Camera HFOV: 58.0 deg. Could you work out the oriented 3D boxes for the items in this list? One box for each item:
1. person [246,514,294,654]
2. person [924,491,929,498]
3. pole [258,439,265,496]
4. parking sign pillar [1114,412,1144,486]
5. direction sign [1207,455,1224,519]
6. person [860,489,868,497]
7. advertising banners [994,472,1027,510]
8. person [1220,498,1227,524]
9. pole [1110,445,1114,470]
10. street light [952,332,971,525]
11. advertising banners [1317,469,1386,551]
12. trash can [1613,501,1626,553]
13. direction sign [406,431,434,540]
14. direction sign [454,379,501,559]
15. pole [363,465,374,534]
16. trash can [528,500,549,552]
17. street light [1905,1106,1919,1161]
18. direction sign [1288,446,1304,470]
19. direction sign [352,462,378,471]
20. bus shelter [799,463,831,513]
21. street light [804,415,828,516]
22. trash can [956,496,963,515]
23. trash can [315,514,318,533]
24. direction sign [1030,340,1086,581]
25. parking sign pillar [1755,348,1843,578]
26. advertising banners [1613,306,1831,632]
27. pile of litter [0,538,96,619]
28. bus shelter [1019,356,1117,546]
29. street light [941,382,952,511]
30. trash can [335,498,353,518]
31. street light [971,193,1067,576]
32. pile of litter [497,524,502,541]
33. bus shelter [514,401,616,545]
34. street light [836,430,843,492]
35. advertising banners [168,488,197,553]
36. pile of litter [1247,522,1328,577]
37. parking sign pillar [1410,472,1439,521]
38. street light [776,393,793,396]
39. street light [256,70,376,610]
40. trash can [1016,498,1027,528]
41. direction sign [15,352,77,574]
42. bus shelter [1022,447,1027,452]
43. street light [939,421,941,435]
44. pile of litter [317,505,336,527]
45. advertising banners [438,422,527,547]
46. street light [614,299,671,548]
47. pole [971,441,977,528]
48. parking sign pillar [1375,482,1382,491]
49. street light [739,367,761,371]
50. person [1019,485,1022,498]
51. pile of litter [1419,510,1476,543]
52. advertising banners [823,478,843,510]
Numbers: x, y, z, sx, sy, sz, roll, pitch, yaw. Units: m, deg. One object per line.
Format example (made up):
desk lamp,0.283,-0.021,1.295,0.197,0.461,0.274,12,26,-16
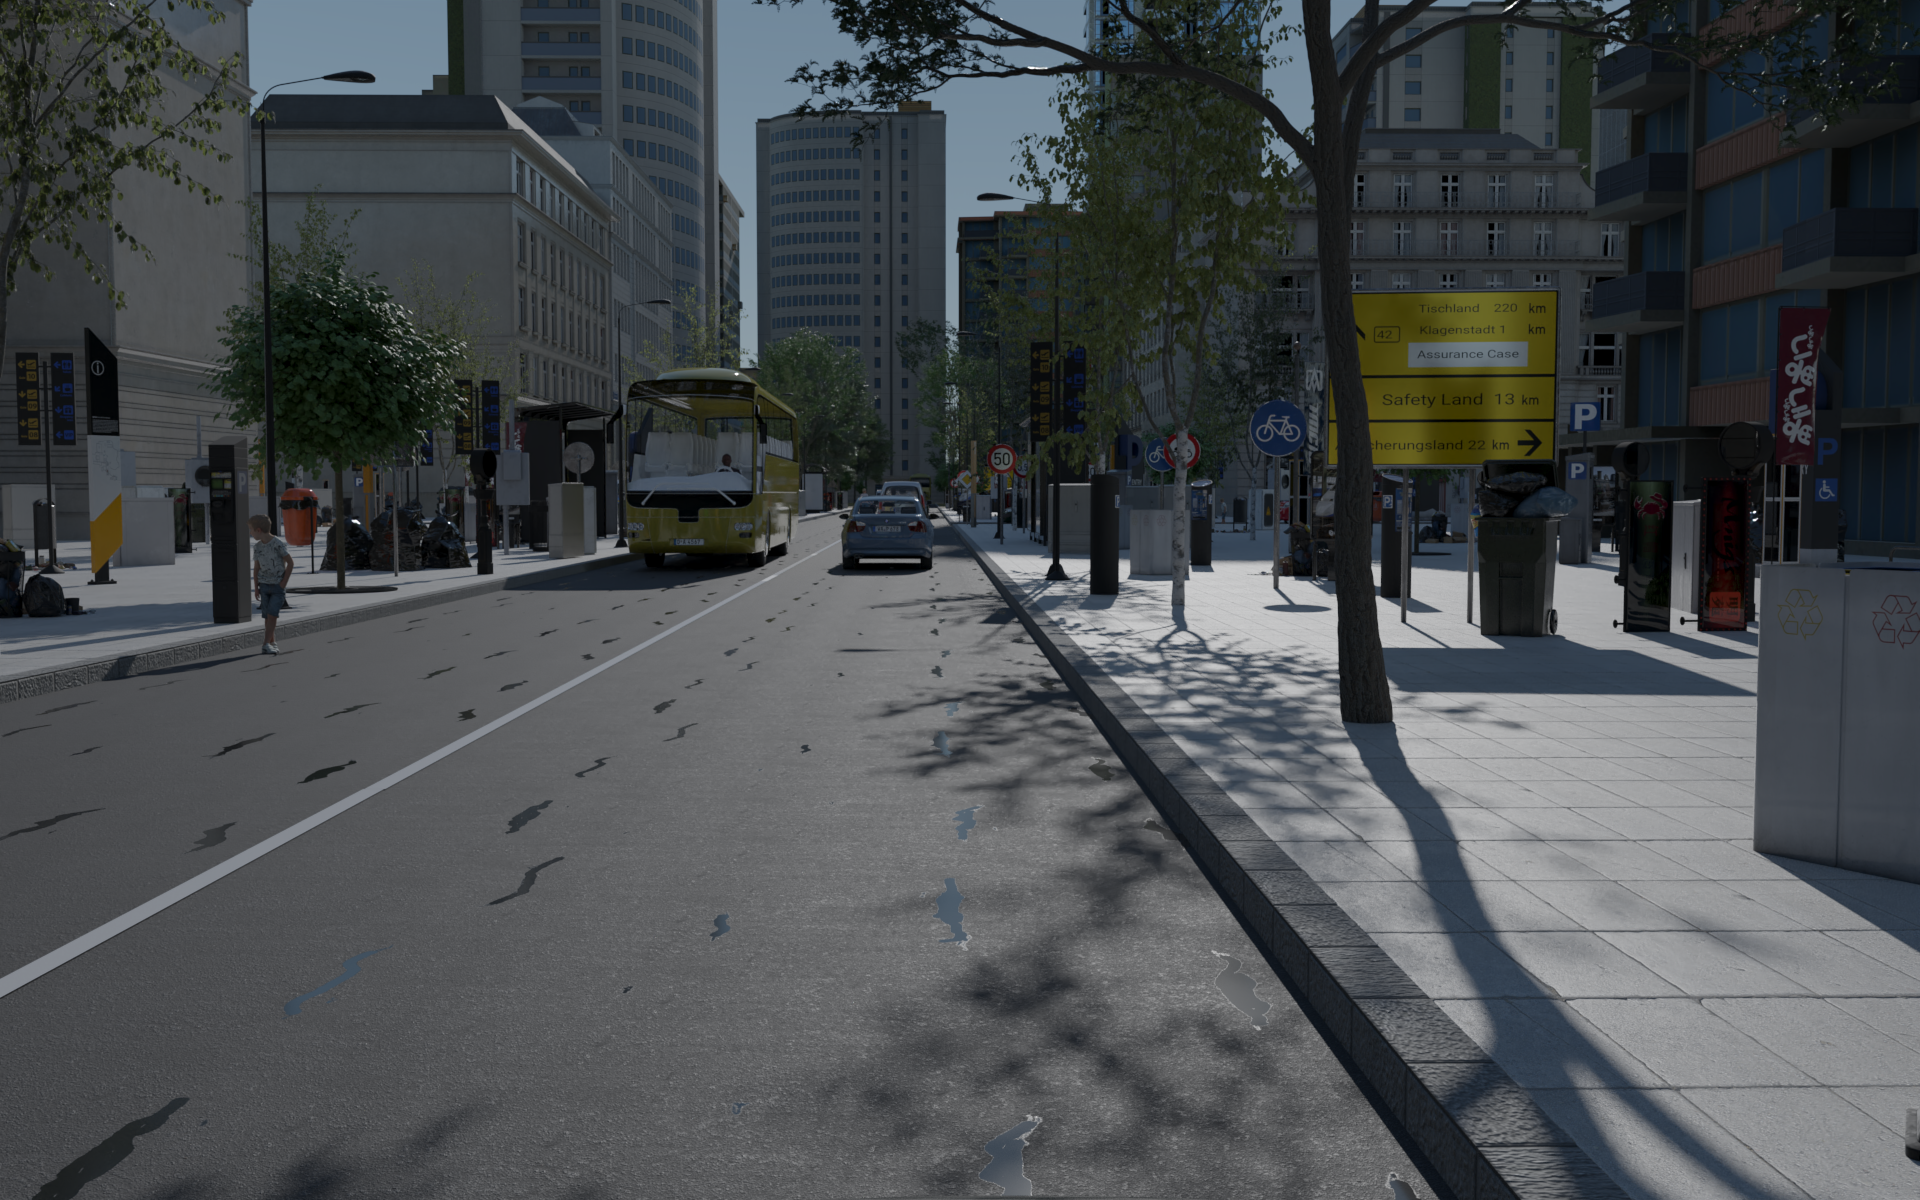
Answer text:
person,-6.209,-0.148,15.607,0.352,1.250,0.332,-3,5,-45
person,-3.769,-10.632,183.117,1.217,1.735,0.721,-2,4,-29
pole,-25.955,-4.315,64.396,0.158,3.312,0.155,0,3,0
parking sign pillar,5.563,-4.190,56.972,1.447,3.967,1.447,2,4,34
direction sign,13.407,-6.054,90.987,0.876,3.537,0.379,2,4,27
person,-5.318,-5.430,97.957,0.731,1.740,0.598,0,4,5
advertising banners,2.388,-5.396,84.418,2.074,3.025,0.090,-3,4,-37
person,11.717,-3.908,77.078,0.352,1.250,0.332,2,4,33
pole,6.337,-4.780,71.997,0.158,3.312,0.155,0,3,0
street light,0.584,-4.718,49.674,1.470,5.913,1.316,0,4,-1
advertising banners,8.890,-2.635,39.263,2.074,3.025,0.090,-1,4,-22
trash can,14.178,-1.527,36.622,0.748,1.137,0.748,0,3,0
direction sign,-15.025,-3.422,47.948,0.876,3.537,0.379,-1,4,-12
direction sign,-9.574,-2.595,34.426,0.876,3.537,0.379,-2,4,-27
pole,-12.987,-2.701,37.997,0.158,3.312,0.155,0,3,0
trash can,-9.317,-1.652,38.668,0.748,1.137,0.748,0,3,0
street light,1.472,-1.876,3.209,1.470,5.913,1.316,0,4,-1
direction sign,16.042,-5.526,82.345,0.876,3.537,0.379,1,4,11
direction sign,-20.405,-4.122,59.388,0.876,3.537,0.379,0,4,0
bus shelter,-9.883,-7.547,117.311,2.014,3.302,5.546,0,4,-1
street light,-8.634,-7.922,102.071,1.470,5.913,1.316,0,4,-1
trash can,0.100,-5.904,108.186,0.748,1.137,0.748,0,3,0
trash can,-20.378,-2.592,54.040,0.748,1.137,0.748,0,3,0
direction sign,1.455,-2.064,25.750,0.876,3.537,0.379,2,4,24
parking sign pillar,12.909,-2.326,26.501,1.447,3.967,1.447,0,4,-4
advertising banners,7.102,-1.219,16.112,2.074,3.025,0.090,0,4,-8
pile of litter,-10.074,-0.257,18.162,1.719,0.858,1.176,-1,4,-13
bus shelter,2.765,-4.230,46.786,2.179,5.291,8.768,0,4,-1
street light,0.047,-6.075,71.870,1.470,5.913,1.316,0,4,-1
trash can,-24.804,-3.552,69.732,0.748,1.137,0.748,0,3,0
street light,0.958,-3.323,26.865,1.470,5.913,1.316,0,4,-1
pile of litter,-12.704,-2.102,48.325,1.176,0.858,1.719,0,4,3
bus shelter,-10.669,-3.409,47.025,1.731,3.624,6.357,0,4,-1
street light,-9.085,-9.286,124.366,1.470,5.913,1.316,0,4,-1
advertising banners,-17.602,-2.515,37.308,2.074,3.025,0.090,-1,4,-14
pile of litter,5.427,-0.816,27.300,1.719,0.858,1.176,3,4,38
parking sign pillar,22.049,-5.719,81.984,1.447,3.967,1.447,-2,4,-25
street light,-8.366,-6.564,79.870,1.470,5.913,1.316,0,4,-1
street light,-7.108,-2.850,19.144,1.470,5.913,1.316,0,4,-1
trash can,2.353,-3.282,65.315,0.748,1.137,0.748,0,3,0
direction sign,-14.639,-2.190,27.808,0.876,3.537,0.379,0,4,-7
bus shelter,4.138,-5.957,88.676,1.731,3.624,6.357,0,4,-1
street light,-0.181,-7.037,87.596,1.470,5.913,1.316,0,4,-1
pile of litter,-24.677,-3.290,67.764,1.719,0.858,1.176,-1,4,-17
advertising banners,-11.501,-2.796,41.909,2.074,3.025,0.090,0,4,-3
street light,-7.587,-4.213,41.422,1.470,5.913,1.316,0,4,-1
pole,0.523,-4.433,66.321,0.158,3.312,0.155,0,3,0
parking sign pillar,20.948,-5.986,86.349,1.447,3.967,1.447,2,4,35
street light,-8.008,-5.571,63.621,1.470,5.913,1.316,0,4,-1
person,2.553,-4.089,75.167,0.447,1.846,0.655,-1,4,-14
pile of litter,12.788,-1.929,45.510,1.719,0.858,1.176,0,4,-7
advertising banners,-10.486,-8.847,140.834,2.074,3.025,0.090,-1,4,-10
